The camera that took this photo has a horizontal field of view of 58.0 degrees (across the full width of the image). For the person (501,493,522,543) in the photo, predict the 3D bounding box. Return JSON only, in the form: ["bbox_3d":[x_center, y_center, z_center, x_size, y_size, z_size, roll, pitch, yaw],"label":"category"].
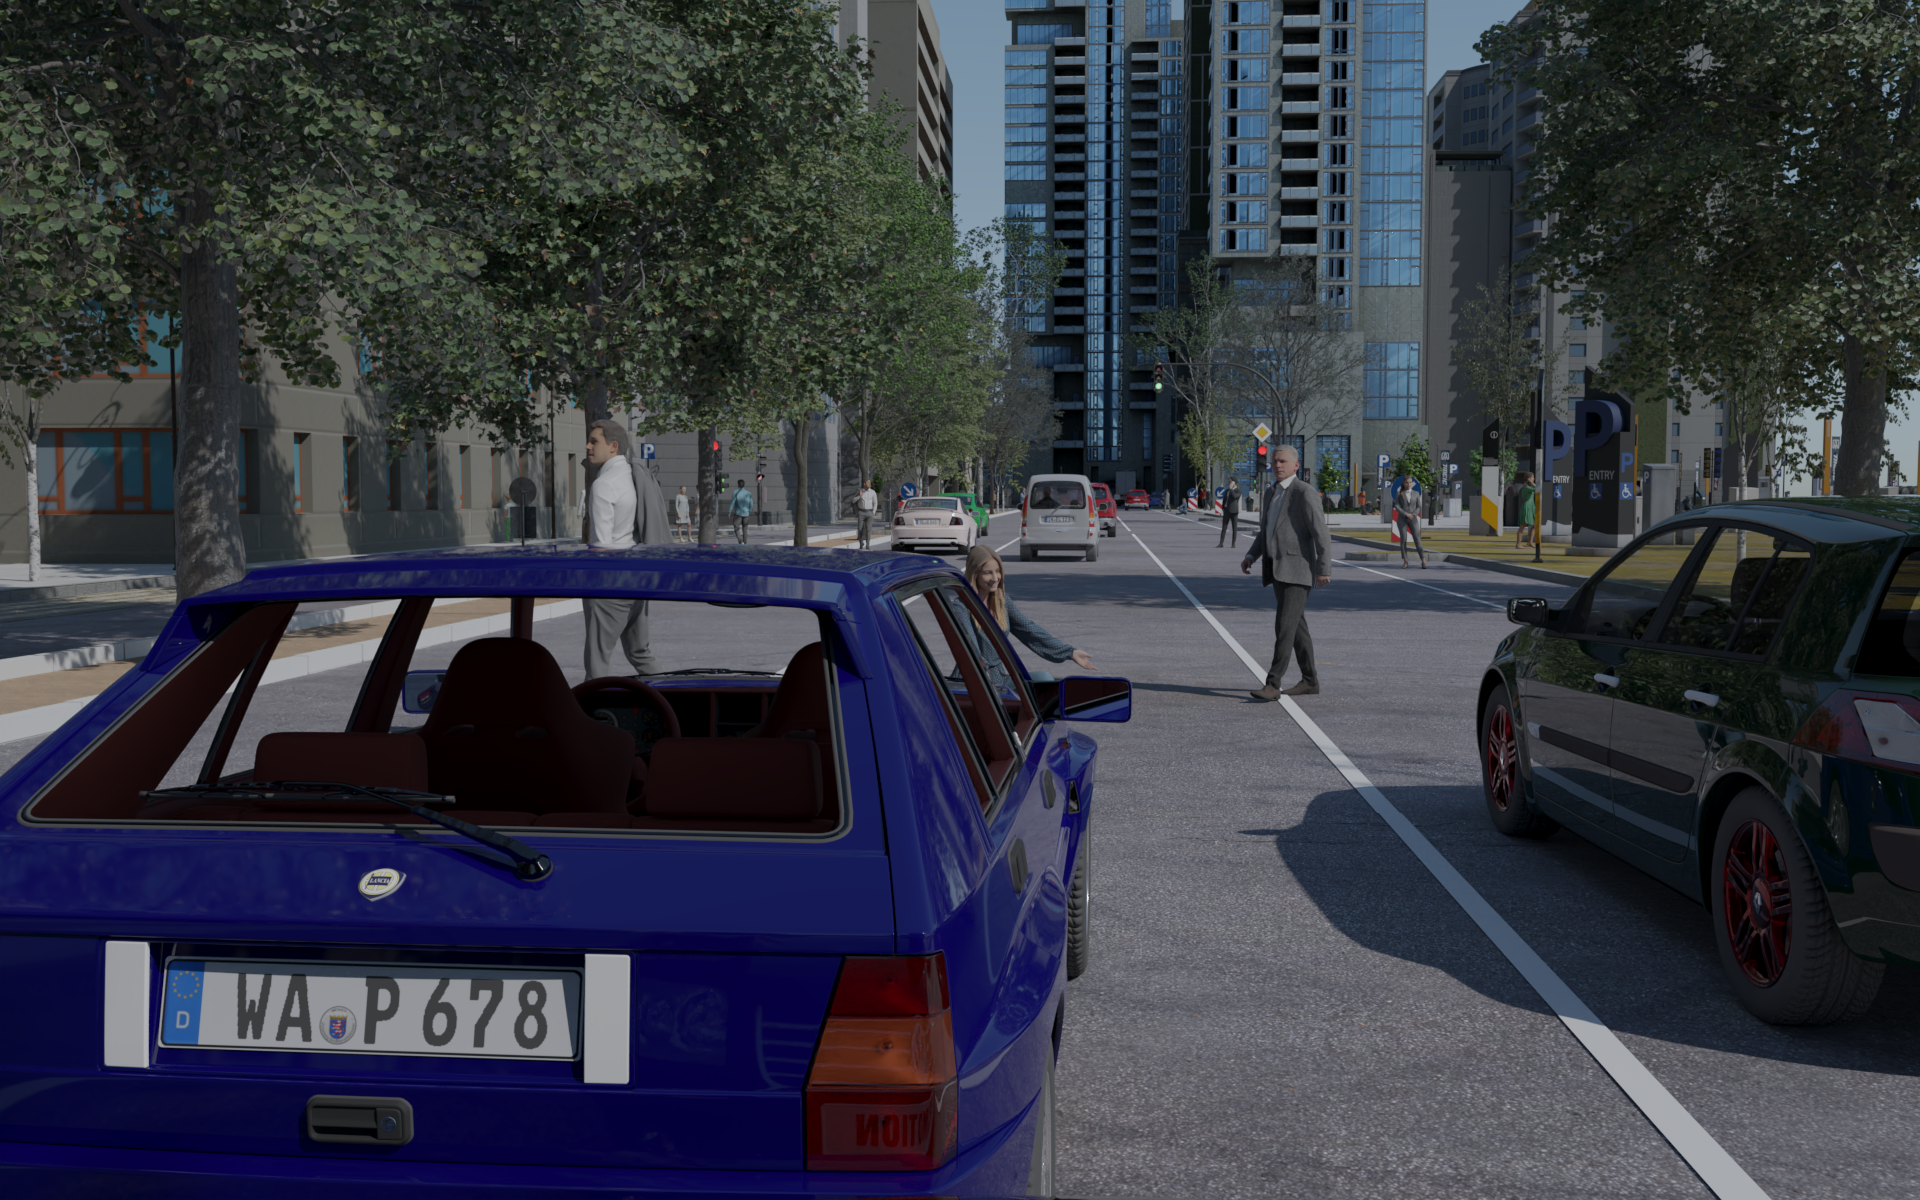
[{"bbox_3d":[-11.617,-2.117,44.901,0.590,1.304,0.306,1,4,14],"label":"person"}]

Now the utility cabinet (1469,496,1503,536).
[{"bbox_3d":[16.208,-2.581,53.359,0.306,1.237,1.020,-3,4,-39],"label":"utility cabinet"}]

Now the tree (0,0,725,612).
[{"bbox_3d":[-6.228,-6.417,14.026,9.857,13.997,8.962,0,3,0],"label":"tree"}]

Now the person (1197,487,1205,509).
[{"bbox_3d":[20.181,-8.478,144.590,0.705,1.831,1.348,-1,4,-20],"label":"person"}]

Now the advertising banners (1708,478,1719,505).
[{"bbox_3d":[57.383,-8.352,132.749,0.090,3.025,2.074,-1,4,-20],"label":"advertising banners"}]

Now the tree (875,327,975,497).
[{"bbox_3d":[-1.620,-7.150,69.723,4.360,8.622,3.978,0,3,0],"label":"tree"}]

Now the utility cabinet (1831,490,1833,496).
[{"bbox_3d":[51.860,-5.737,102.478,1.173,1.500,0.318,3,4,36],"label":"utility cabinet"}]

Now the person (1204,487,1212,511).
[{"bbox_3d":[18.973,-7.772,132.888,0.755,1.850,0.659,0,4,6],"label":"person"}]

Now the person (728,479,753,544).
[{"bbox_3d":[-5.749,-2.264,45.543,0.660,1.820,0.620,-3,4,-36],"label":"person"}]

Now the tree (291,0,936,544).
[{"bbox_3d":[-5.338,-6.476,25.350,9.611,12.733,9.660,0,3,0],"label":"tree"}]

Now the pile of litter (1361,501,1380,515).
[{"bbox_3d":[24.956,-5.549,104.687,1.719,0.858,1.176,-2,4,-26],"label":"pile of litter"}]

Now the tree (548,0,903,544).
[{"bbox_3d":[-5.034,-6.936,33.989,7.486,12.596,7.792,0,3,0],"label":"tree"}]

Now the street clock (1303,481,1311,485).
[{"bbox_3d":[19.025,-5.549,95.294,0.471,2.002,0.358,2,4,32],"label":"street clock"}]

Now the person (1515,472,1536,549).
[{"bbox_3d":[13.295,-2.098,40.586,0.529,1.795,0.600,1,4,14],"label":"person"}]

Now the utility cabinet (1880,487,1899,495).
[{"bbox_3d":[28.129,-2.689,52.643,0.318,1.500,1.173,1,4,10],"label":"utility cabinet"}]

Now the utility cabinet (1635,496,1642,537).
[{"bbox_3d":[18.809,-2.292,48.637,1.020,1.237,0.306,0,4,2],"label":"utility cabinet"}]

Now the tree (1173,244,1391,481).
[{"bbox_3d":[15.711,-10.657,84.617,12.009,13.543,11.850,0,3,0],"label":"tree"}]

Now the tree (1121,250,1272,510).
[{"bbox_3d":[18.760,-17.218,137.399,12.611,20.169,13.585,0,3,0],"label":"tree"}]

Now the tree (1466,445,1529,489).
[{"bbox_3d":[32.443,-7.459,105.665,4.285,4.588,4.351,0,3,0],"label":"tree"}]

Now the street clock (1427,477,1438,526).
[{"bbox_3d":[19.124,-4.017,70.254,0.471,2.002,0.358,0,4,-4],"label":"street clock"}]

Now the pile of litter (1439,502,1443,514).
[{"bbox_3d":[30.702,-5.894,110.327,1.719,0.858,1.176,-3,4,-37],"label":"pile of litter"}]

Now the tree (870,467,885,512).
[{"bbox_3d":[-6.062,-7.991,125.250,1.663,3.219,1.824,0,3,0],"label":"tree"}]

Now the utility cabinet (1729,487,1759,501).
[{"bbox_3d":[26.066,-2.993,57.607,1.173,1.500,0.318,-2,4,-31],"label":"utility cabinet"}]

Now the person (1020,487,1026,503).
[{"bbox_3d":[3.377,-5.074,91.717,0.793,1.790,0.793,-1,4,-8],"label":"person"}]

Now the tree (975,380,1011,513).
[{"bbox_3d":[0.703,-9.010,100.140,4.360,8.622,3.978,0,3,0],"label":"tree"}]

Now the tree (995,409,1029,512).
[{"bbox_3d":[3.390,-11.120,134.625,4.737,8.622,4.395,0,3,0],"label":"tree"}]

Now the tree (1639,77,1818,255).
[{"bbox_3d":[13.961,-4.885,30.237,4.360,8.622,3.978,0,3,0],"label":"tree"}]

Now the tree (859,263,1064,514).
[{"bbox_3d":[-0.186,-10.944,91.766,12.009,13.543,11.850,0,3,0],"label":"tree"}]

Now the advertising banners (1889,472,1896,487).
[{"bbox_3d":[55.211,-6.604,104.159,2.074,3.025,0.090,1,4,19],"label":"advertising banners"}]

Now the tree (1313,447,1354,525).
[{"bbox_3d":[15.136,-4.688,71.244,1.663,3.219,1.824,0,3,0],"label":"tree"}]

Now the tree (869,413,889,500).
[{"bbox_3d":[-5.952,-11.486,138.151,4.737,8.622,4.395,0,3,0],"label":"tree"}]

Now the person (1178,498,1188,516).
[{"bbox_3d":[14.767,-6.197,115.313,0.738,1.151,1.012,2,4,30],"label":"person"}]

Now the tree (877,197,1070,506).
[{"bbox_3d":[0.075,-15.296,108.433,12.611,20.169,13.585,0,3,0],"label":"tree"}]

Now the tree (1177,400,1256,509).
[{"bbox_3d":[19.025,-10.632,124.192,4.737,8.622,4.395,0,3,0],"label":"tree"}]

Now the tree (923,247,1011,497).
[{"bbox_3d":[-1.650,-9.539,76.551,7.486,12.596,7.792,0,3,0],"label":"tree"}]

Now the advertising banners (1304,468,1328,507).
[{"bbox_3d":[23.697,-7.294,115.450,0.090,3.025,2.074,-2,4,-35],"label":"advertising banners"}]

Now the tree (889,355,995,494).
[{"bbox_3d":[-0.801,-7.951,82.823,4.737,8.622,4.395,0,3,0],"label":"tree"}]

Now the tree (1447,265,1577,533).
[{"bbox_3d":[17.992,-6.501,56.647,4.360,8.622,3.978,0,3,0],"label":"tree"}]

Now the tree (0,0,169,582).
[{"bbox_3d":[-13.788,-4.568,25.053,4.360,8.622,3.978,0,3,0],"label":"tree"}]

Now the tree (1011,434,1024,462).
[{"bbox_3d":[2.808,-10.793,129.290,4.360,8.622,3.978,0,3,0],"label":"tree"}]

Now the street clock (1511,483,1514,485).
[{"bbox_3d":[35.176,-6.482,110.553,0.471,2.002,0.358,0,4,-1],"label":"street clock"}]

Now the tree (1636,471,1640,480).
[{"bbox_3d":[50.111,-8.235,129.251,1.663,3.219,1.824,0,3,0],"label":"tree"}]

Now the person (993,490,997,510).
[{"bbox_3d":[3.170,-9.222,159.366,0.705,1.812,1.348,1,4,16],"label":"person"}]

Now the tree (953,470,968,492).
[{"bbox_3d":[-0.707,-12.680,191.023,4.285,4.588,4.351,0,3,0],"label":"tree"}]

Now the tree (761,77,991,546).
[{"bbox_3d":[-3.880,-7.005,42.744,9.928,11.665,9.643,0,3,0],"label":"tree"}]

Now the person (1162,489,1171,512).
[{"bbox_3d":[16.537,-7.952,138.610,0.767,1.812,0.694,1,4,22],"label":"person"}]

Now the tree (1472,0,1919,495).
[{"bbox_3d":[10.936,-6.969,20.605,9.857,13.997,8.962,0,3,0],"label":"tree"}]

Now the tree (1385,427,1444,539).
[{"bbox_3d":[13.199,-3.385,49.949,1.663,3.219,1.824,0,3,0],"label":"tree"}]
